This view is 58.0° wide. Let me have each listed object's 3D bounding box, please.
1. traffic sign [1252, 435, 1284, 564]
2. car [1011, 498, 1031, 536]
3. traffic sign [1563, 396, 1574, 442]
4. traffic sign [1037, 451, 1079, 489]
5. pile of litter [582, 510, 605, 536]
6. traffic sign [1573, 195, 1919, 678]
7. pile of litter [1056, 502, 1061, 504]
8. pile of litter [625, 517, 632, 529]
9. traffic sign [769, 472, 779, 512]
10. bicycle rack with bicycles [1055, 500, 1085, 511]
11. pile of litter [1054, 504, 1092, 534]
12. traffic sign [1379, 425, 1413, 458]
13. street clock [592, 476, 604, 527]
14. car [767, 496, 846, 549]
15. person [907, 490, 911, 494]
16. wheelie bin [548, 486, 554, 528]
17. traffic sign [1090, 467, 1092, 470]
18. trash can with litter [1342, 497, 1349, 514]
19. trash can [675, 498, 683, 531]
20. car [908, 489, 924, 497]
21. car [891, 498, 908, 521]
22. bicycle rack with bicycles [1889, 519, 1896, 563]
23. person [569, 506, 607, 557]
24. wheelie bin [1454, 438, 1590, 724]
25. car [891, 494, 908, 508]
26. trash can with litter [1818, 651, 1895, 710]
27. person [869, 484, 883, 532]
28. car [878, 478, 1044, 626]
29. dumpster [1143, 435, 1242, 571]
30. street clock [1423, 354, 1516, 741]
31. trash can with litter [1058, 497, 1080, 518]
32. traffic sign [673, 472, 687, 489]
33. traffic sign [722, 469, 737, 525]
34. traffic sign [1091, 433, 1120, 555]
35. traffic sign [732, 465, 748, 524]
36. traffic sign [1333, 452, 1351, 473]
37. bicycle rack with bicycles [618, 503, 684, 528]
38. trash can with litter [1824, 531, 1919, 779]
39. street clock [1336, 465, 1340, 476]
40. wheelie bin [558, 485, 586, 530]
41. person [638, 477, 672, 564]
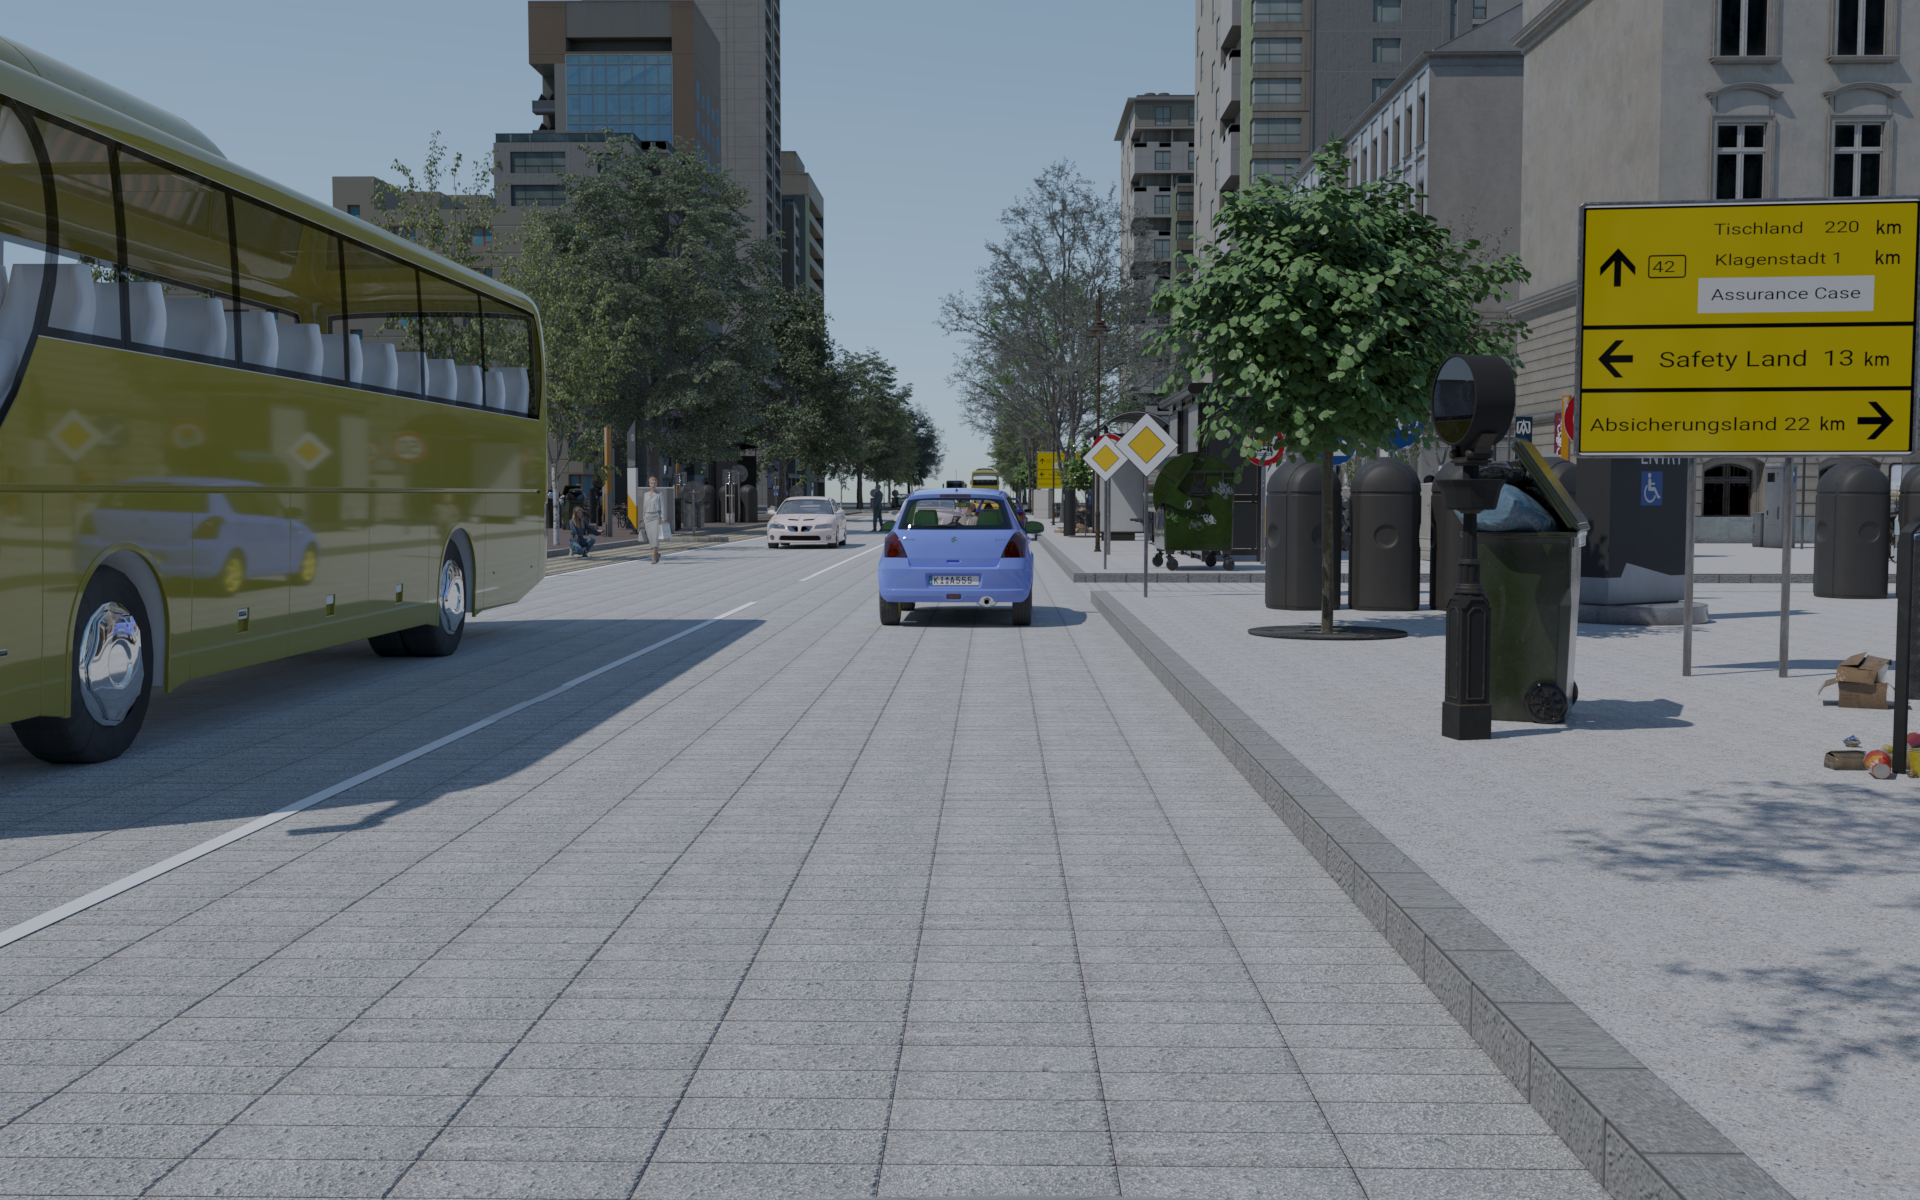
[{"bbox_3d":[5.525,-1.922,31.535,0.768,2.556,0.104,0,4,3],"label":"traffic sign"},{"bbox_3d":[1.267,-2.561,54.454,1.945,1.354,3.894,0,4,2],"label":"car"},{"bbox_3d":[7.537,-1.251,20.566,0.768,2.556,0.104,1,4,9],"label":"traffic sign"},{"bbox_3d":[4.786,-5.432,82.685,2.265,3.308,0.079,0,4,6],"label":"traffic sign"},{"bbox_3d":[-11.560,-2.464,54.253,1.176,0.858,1.719,0,4,-2],"label":"pile of litter"},{"bbox_3d":[5.441,-1.112,12.053,2.265,3.308,0.079,0,4,8],"label":"traffic sign"},{"bbox_3d":[5.346,-4.845,93.173,1.719,0.858,1.176,1,4,19],"label":"pile of litter"},{"bbox_3d":[-11.684,-3.058,63.967,1.176,0.858,1.719,3,4,36],"label":"pile of litter"},{"bbox_3d":[-10.401,-5.975,97.800,0.768,2.556,0.104,1,4,10],"label":"traffic sign"},{"bbox_3d":[6.795,-5.523,103.687,2.925,0.926,2.852,1,4,15],"label":"bicycle rack with bicycles"},{"bbox_3d":[3.808,-2.626,56.900,1.176,0.858,1.719,-2,4,-27],"label":"pile of litter"},{"bbox_3d":[5.058,-1.237,20.332,0.768,2.556,0.104,0,4,7],"label":"traffic sign"},{"bbox_3d":[-14.286,-3.911,68.509,0.471,2.002,0.358,-3,4,-39],"label":"street clock"},{"bbox_3d":[-4.121,-2.125,47.098,2.083,1.381,4.827,0,4,1],"label":"car"},{"bbox_3d":[-5.126,-10.209,175.423,1.348,1.823,0.705,0,4,0],"label":"person"},{"bbox_3d":[-15.219,-3.482,64.833,0.693,1.594,0.980,-1,4,-23],"label":"wheelie bin"},{"bbox_3d":[3.948,-2.921,47.858,0.768,2.556,0.104,1,4,8],"label":"traffic sign"},{"bbox_3d":[10.679,-2.330,49.159,1.678,1.210,2.233,-2,4,-30],"label":"trash can with litter"},{"bbox_3d":[-9.938,-2.946,59.825,0.748,1.137,0.748,0,3,0],"label":"trash can"},{"bbox_3d":[-2.363,-6.724,118.615,2.281,1.827,5.304,0,4,3],"label":"car"},{"bbox_3d":[-0.729,-1.931,43.928,2.083,1.381,4.827,0,4,0],"label":"car"},{"bbox_3d":[18.293,-1.208,33.134,2.852,0.926,2.925,0,4,-2],"label":"bicycle rack with bicycles"},{"bbox_3d":[-8.468,-1.540,39.172,0.738,1.151,1.012,3,5,44],"label":"person"},{"bbox_3d":[3.212,-0.124,9.929,0.693,1.594,0.980,2,4,25],"label":"wheelie bin"},{"bbox_3d":[-5.444,-9.389,162.301,1.959,1.807,4.718,0,4,3],"label":"car"},{"bbox_3d":[5.688,0.069,10.261,1.055,1.170,0.624,2,4,26],"label":"trash can with litter"},{"bbox_3d":[-3.196,-3.495,65.816,0.590,1.801,0.661,1,4,18],"label":"person"},{"bbox_3d":[0.013,-0.649,20.199,1.945,1.707,3.694,0,4,2],"label":"car"},{"bbox_3d":[3.963,-1.657,29.589,1.502,2.255,1.985,0,4,1],"label":"dumpster"},{"bbox_3d":[2.665,-0.274,9.056,0.358,2.002,0.471,-1,4,-13],"label":"street clock"},{"bbox_3d":[5.591,-4.736,88.816,1.055,1.170,0.624,-3,4,-37],"label":"trash can with litter"},{"bbox_3d":[-12.716,-4.683,78.692,0.606,2.300,0.079,0,4,2],"label":"traffic sign"},{"bbox_3d":[-9.482,-4.231,71.313,0.606,2.300,0.079,0,4,4],"label":"traffic sign"},{"bbox_3d":[3.138,-2.226,36.495,0.768,2.556,0.104,1,4,11],"label":"traffic sign"},{"bbox_3d":[-9.608,-4.598,75.289,0.768,2.556,0.104,0,4,2],"label":"traffic sign"},{"bbox_3d":[6.656,-1.880,30.852,0.768,2.556,0.104,0,4,7],"label":"traffic sign"},{"bbox_3d":[-12.032,-3.238,66.331,2.852,0.926,2.925,2,4,29],"label":"bicycle rack with bicycles"},{"bbox_3d":[4.940,0.183,8.060,2.233,1.210,1.678,-1,4,-23],"label":"trash can with litter"},{"bbox_3d":[7.400,-1.856,34.908,0.471,2.002,0.358,1,4,21],"label":"street clock"},{"bbox_3d":[-13.830,-3.310,62.021,0.980,1.594,0.693,-3,5,-41],"label":"wheelie bin"},{"bbox_3d":[-6.254,-1.638,35.630,0.694,1.780,0.624,2,4,31],"label":"person"}]
